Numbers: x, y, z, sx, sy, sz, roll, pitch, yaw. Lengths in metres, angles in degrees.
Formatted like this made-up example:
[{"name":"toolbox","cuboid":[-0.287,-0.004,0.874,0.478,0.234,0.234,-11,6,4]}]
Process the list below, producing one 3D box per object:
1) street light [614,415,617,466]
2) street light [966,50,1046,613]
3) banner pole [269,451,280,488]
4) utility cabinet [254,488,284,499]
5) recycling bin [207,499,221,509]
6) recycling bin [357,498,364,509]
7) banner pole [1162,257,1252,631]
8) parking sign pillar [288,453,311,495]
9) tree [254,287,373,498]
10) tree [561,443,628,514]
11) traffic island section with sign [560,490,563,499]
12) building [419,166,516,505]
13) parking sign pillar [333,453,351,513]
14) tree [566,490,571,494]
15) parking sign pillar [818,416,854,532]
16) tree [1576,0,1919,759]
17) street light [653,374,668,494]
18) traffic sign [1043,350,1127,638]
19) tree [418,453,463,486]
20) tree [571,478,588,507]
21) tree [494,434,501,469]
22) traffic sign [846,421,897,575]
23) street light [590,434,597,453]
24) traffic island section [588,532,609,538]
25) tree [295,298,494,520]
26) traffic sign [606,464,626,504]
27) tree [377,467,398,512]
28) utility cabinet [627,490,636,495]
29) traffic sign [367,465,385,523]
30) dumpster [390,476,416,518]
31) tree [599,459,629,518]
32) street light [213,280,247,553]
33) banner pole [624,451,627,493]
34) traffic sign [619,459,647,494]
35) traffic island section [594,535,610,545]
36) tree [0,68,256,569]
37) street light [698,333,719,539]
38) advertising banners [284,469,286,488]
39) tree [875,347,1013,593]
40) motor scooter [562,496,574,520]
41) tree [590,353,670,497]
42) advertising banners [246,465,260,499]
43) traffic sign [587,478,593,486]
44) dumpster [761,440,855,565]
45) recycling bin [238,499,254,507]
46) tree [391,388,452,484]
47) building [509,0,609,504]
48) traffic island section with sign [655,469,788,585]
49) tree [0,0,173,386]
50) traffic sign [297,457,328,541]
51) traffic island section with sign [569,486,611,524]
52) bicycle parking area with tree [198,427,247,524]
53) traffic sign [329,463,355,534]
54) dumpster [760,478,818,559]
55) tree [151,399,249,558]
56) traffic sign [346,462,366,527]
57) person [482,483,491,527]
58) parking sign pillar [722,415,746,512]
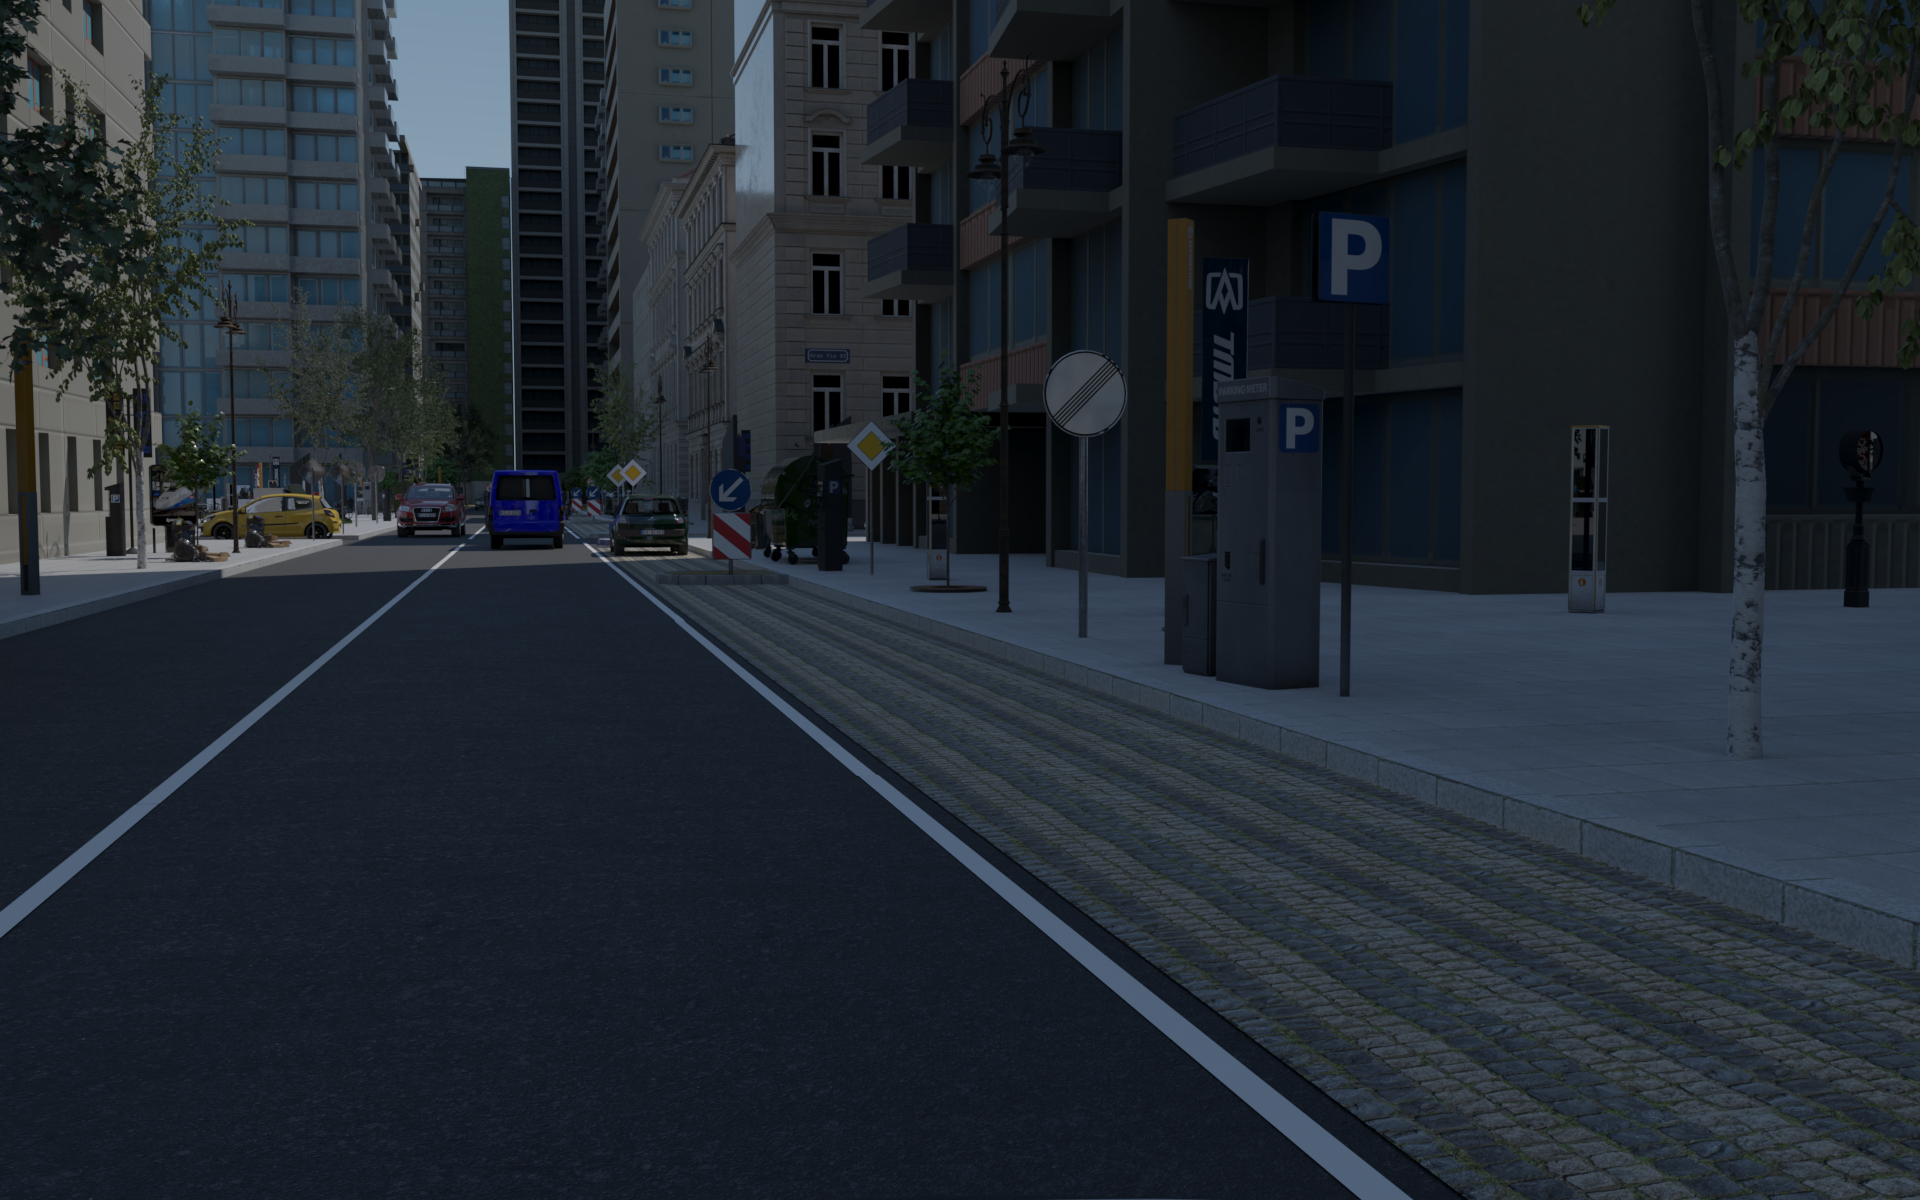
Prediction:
[{"name":"street light","cuboid":[-19.610,-7.701,98.694,0.468,5.910,1.993,-1,4,-14]},{"name":"street light","cuboid":[0.477,-2.804,18.627,0.468,5.910,1.993,-1,4,-14]},{"name":"banner pole","cuboid":[-40.272,-6.831,101.701,0.401,3.779,0.863,3,4,37]},{"name":"utility cabinet","cuboid":[-25.593,-3.406,64.362,1.173,1.500,0.318,-2,4,-27]},{"name":"recycling bin","cuboid":[-41.629,-5.163,96.967,0.722,1.027,0.722,2,4,27]},{"name":"recycling bin","cuboid":[-37.740,-5.947,109.791,0.722,1.027,0.722,1,4,17]},{"name":"banner pole","cuboid":[2.315,-1.600,16.177,0.863,3.779,0.401,-1,4,-14]},{"name":"parking sign pillar","cuboid":[-42.800,-7.567,112.199,1.447,3.967,1.447,-3,4,-38]},{"name":"tree","cuboid":[-22.648,-6.779,61.201,4.360,8.622,3.978,0,3,0]},{"name":"tree","cuboid":[-23.082,-7.896,112.808,4.285,4.588,4.351,0,3,0]},{"name":"traffic island section with sign","cuboid":[-24.171,-6.118,108.652,1.989,1.847,2.006,-1,4,-14]},{"name":"building","cuboid":[-63.373,-32.681,217.928,14.086,41.232,14.154,-1,4,-14]},{"name":"parking sign pillar","cuboid":[-41.365,-7.772,115.549,1.447,3.967,1.447,-3,4,-38]},{"name":"tree","cuboid":[-45.700,-12.786,203.644,1.663,3.219,1.824,0,3,0]},{"name":"parking sign pillar","cuboid":[-4.374,-4.348,59.562,1.447,3.967,1.447,0,4,0]},{"name":"tree","cuboid":[3.888,-3.524,7.976,4.737,8.622,4.395,0,3,0]},{"name":"street light","cuboid":[-11.555,-5.753,66.846,0.468,5.910,1.993,-1,4,-14]},{"name":"traffic sign","cuboid":[1.100,-0.936,15.414,0.768,2.556,0.104,-1,4,-10]},{"name":"tree","cuboid":[-44.409,-10.016,147.478,4.285,4.588,4.351,0,3,0]},{"name":"tree","cuboid":[-38.570,-11.181,177.417,1.663,3.219,1.824,0,3,0]},{"name":"tree","cuboid":[-31.643,-10.034,98.472,8.767,10.594,7.601,3,4,39]},{"name":"traffic sign","cuboid":[-1.397,-1.600,27.340,0.795,2.450,0.064,-1,4,-9]},{"name":"street light","cuboid":[-27.461,-9.602,129.776,0.468,5.910,1.993,-1,4,-14]},{"name":"traffic island section","cuboid":[-11.282,-2.149,57.413,2.009,0.180,2.903,-1,4,-14]},{"name":"tree","cuboid":[-28.671,-9.125,83.600,8.767,10.594,7.601,2,4,32]},{"name":"traffic sign","cuboid":[-11.303,-3.284,57.330,0.795,2.450,0.064,-1,4,-14]},{"name":"tree","cuboid":[-41.269,-7.992,125.273,1.663,3.219,1.824,0,3,0]},{"name":"utility cabinet","cuboid":[-16.420,-4.767,86.620,0.318,1.500,1.173,-1,4,-19]},{"name":"traffic sign","cuboid":[-25.438,-4.612,75.516,0.768,2.556,0.104,0,4,-4]},{"name":"dumpster","cuboid":[-29.615,-5.510,92.574,1.502,2.255,1.985,-1,4,-14]},{"name":"tree","cuboid":[-20.815,-6.740,104.804,1.663,3.219,1.824,0,3,0]},{"name":"street light","cuboid":[-15.750,-3.959,37.515,0.468,5.910,1.993,-1,4,-14]},{"name":"banner pole","cuboid":[-19.485,-6.785,100.944,0.401,3.779,0.863,-2,4,-25]},{"name":"traffic sign","cuboid":[-9.355,-2.810,49.585,0.795,2.450,0.064,-1,4,-14]},{"name":"traffic island section","cuboid":[-9.334,-1.675,49.668,2.009,0.180,2.903,-1,4,-14]},{"name":"tree","cuboid":[-14.270,-4.834,29.401,4.737,8.622,4.395,0,3,0]},{"name":"street light","cuboid":[-7.206,-4.705,49.714,0.468,5.910,1.993,-1,4,-14]},{"name":"advertising banners","cuboid":[-47.511,-7.711,122.268,0.090,3.025,2.074,-2,4,-30]},{"name":"tree","cuboid":[-0.176,-1.737,23.002,1.663,3.219,1.824,0,3,0]},{"name":"motor scooter","cuboid":[-21.560,-5.021,94.878,0.815,1.314,1.986,-1,4,-13]},{"name":"tree","cuboid":[-17.440,-8.553,90.210,4.737,8.622,4.395,0,3,0]},{"name":"advertising banners","cuboid":[-41.600,-6.471,101.989,0.090,3.025,2.074,0,4,-1]},{"name":"traffic sign","cuboid":[-27.012,-7.774,127.204,0.768,2.556,0.104,0,4,-6]},{"name":"dumpster","cuboid":[-2.822,-1.813,32.138,1.502,2.255,1.985,-1,4,-14]},{"name":"recycling bin","cuboid":[-34.844,-4.423,84.869,0.722,1.027,0.722,1,4,9]},{"name":"tree","cuboid":[-34.438,-9.822,110.957,4.737,8.622,4.395,0,3,0]},{"name":"building","cuboid":[-47.201,-48.048,223.833,20.611,71.187,20.563,-1,4,-14]},{"name":"traffic island section with sign","cuboid":[-3.899,-1.186,28.019,1.989,1.847,2.006,-1,4,-14]},{"name":"tree","cuboid":[-10.879,-5.836,12.428,9.611,12.733,9.660,0,3,0]},{"name":"traffic sign","cuboid":[-17.744,-2.683,47.504,0.795,2.450,0.064,-1,4,-14]},{"name":"traffic island section with sign","cuboid":[-17.590,-4.519,82.509,1.989,1.847,2.006,-1,4,-14]},{"name":"bicycle parking area with tree","cuboid":[-34.184,-5.258,72.967,8.231,4.147,9.016,1,4,10]},{"name":"traffic sign","cuboid":[-19.692,-3.156,55.249,0.795,2.450,0.064,-1,4,-14]},{"name":"dumpster","cuboid":[-3.217,-1.747,34.323,1.264,1.857,1.865,-1,4,-14]},{"name":"tree","cuboid":[-15.667,-2.491,35.334,1.663,3.219,1.824,0,3,0]},{"name":"traffic sign","cuboid":[-23.703,-4.149,67.939,0.768,2.556,0.104,-1,4,-14]},{"name":"person","cuboid":[-20.264,-4.079,74.558,0.474,1.900,0.648,0,4,5]},{"name":"parking sign pillar","cuboid":[-7.777,-4.345,59.509,1.447,3.967,1.447,-2,4,-25]}]
